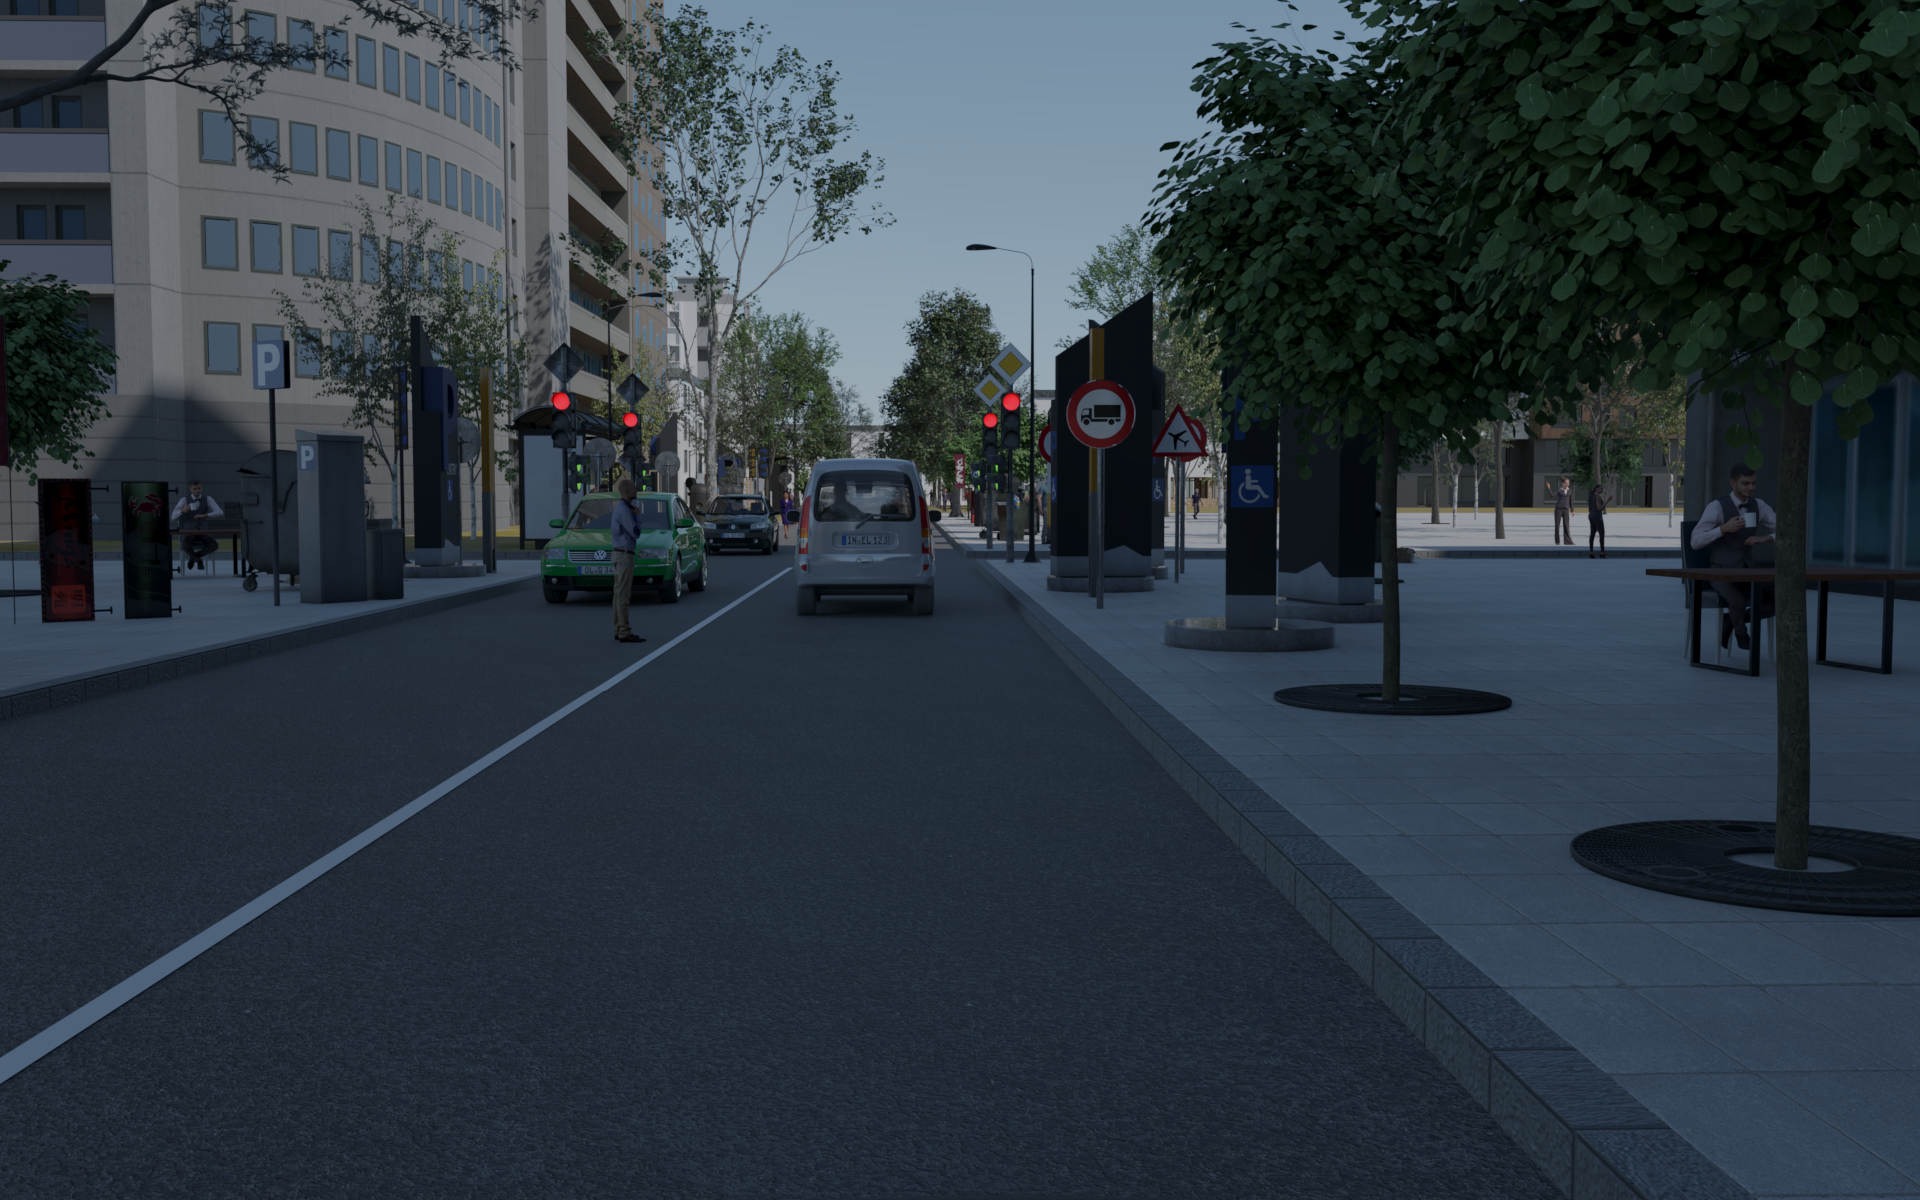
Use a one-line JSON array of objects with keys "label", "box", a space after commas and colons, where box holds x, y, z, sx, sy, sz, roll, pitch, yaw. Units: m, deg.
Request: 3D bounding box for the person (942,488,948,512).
[{"label": "person", "box": [-1.112, -7.295, 126.235, 0.541, 1.710, 0.530, -2, 4, -26]}]

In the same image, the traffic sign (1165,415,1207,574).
[{"label": "traffic sign", "box": [3.587, -1.700, 27.893, 0.768, 2.556, 0.104, 0, 4, 2]}]

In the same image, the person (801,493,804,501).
[{"label": "person", "box": [-13.312, -8.655, 148.275, 0.721, 1.735, 1.217, -3, 4, -37]}]

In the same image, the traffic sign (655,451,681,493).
[{"label": "traffic sign", "box": [-8.643, -3.126, 51.208, 0.768, 2.556, 0.104, 0, 4, 4]}]

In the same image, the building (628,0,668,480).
[{"label": "building", "box": [-25.549, -27.742, 103.695, 14.600, 45.320, 14.200, 0, 4, -2]}]

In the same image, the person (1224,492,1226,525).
[{"label": "person", "box": [11.322, -4.019, 72.559, 0.445, 1.727, 0.742, -1, 4, -8]}]

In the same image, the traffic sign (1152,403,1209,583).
[{"label": "traffic sign", "box": [3.128, -1.524, 24.922, 0.884, 2.594, 0.081, 0, 3, 0]}]

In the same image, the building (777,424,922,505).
[{"label": "building", "box": [-18.545, -16.477, 211.548, 28.070, 9.664, 9.099, 0, 4, -2]}]

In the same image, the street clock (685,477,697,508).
[{"label": "street clock", "box": [-11.586, -4.283, 74.598, 0.471, 2.002, 0.358, 3, 4, 36]}]

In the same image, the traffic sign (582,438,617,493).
[{"label": "traffic sign", "box": [-8.132, -2.383, 39.075, 0.768, 2.556, 0.104, 0, 4, -1]}]

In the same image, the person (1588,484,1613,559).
[{"label": "person", "box": [14.019, -1.709, 37.914, 0.593, 1.643, 0.415, 3, 5, 41]}]

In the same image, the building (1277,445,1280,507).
[{"label": "building", "box": [33.988, -19.624, 177.275, 11.380, 20.091, 16.016, 0, 4, -2]}]

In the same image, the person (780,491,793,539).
[{"label": "person", "box": [-5.542, -2.743, 55.723, 0.453, 1.535, 0.546, -3, 5, -41]}]

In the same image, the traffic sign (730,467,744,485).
[{"label": "traffic sign", "box": [-10.528, -5.007, 81.963, 0.768, 2.556, 0.104, 0, 4, 3]}]

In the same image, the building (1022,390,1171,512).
[{"label": "building", "box": [10.505, -12.073, 139.541, 9.099, 9.664, 28.070, 0, 4, -2]}]

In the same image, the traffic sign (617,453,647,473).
[{"label": "traffic sign", "box": [-8.720, -2.828, 45.972, 0.795, 2.593, 0.064, 0, 4, 0]}]

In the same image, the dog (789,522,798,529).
[{"label": "dog", "box": [-6.816, -3.147, 70.735, 0.406, 0.507, 0.540, 3, 5, 42]}]

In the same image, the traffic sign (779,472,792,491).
[{"label": "traffic sign", "box": [-10.074, -6.106, 99.946, 0.768, 2.556, 0.104, 0, 4, 2]}]

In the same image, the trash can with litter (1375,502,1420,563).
[{"label": "trash can with litter", "box": [8.084, -1.290, 32.473, 1.055, 1.170, 0.624, 2, 4, 24]}]

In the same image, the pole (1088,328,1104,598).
[{"label": "pole", "box": [1.689, -1.689, 21.456, 0.158, 3.312, 0.155, 0, 3, 0]}]

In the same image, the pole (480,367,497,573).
[{"label": "pole", "box": [-7.631, -2.090, 28.012, 0.158, 3.312, 0.155, 0, 3, 0]}]

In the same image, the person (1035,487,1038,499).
[{"label": "person", "box": [5.539, -7.432, 127.701, 1.348, 1.807, 0.705, 2, 4, 28]}]

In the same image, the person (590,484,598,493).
[{"label": "person", "box": [-15.973, -4.239, 76.029, 0.565, 1.739, 0.600, 1, 4, 11]}]

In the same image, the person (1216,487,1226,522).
[{"label": "person", "box": [12.098, -4.469, 79.250, 0.875, 1.805, 0.789, 1, 4, 22]}]

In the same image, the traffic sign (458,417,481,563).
[{"label": "traffic sign", "box": [-8.293, -1.746, 28.657, 0.768, 2.556, 0.104, 0, 4, 6]}]

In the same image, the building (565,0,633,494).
[{"label": "building", "box": [-28.714, -28.245, 85.506, 21.300, 48.544, 21.600, 0, 4, -2]}]

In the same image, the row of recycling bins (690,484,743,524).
[{"label": "row of recycling bins", "box": [-9.637, -3.784, 68.974, 1.069, 1.692, 3.534, 1, 4, 20]}]

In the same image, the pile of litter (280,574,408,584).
[{"label": "pile of litter", "box": [-8.965, -0.687, 25.190, 1.719, 0.858, 1.176, 0, 4, 3]}]

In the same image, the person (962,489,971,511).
[{"label": "person", "box": [0.642, -7.530, 129.103, 0.705, 1.831, 1.348, 3, 5, 41]}]

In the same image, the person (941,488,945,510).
[{"label": "person", "box": [-1.191, -8.089, 139.013, 0.721, 1.743, 1.217, 0, 4, 2]}]

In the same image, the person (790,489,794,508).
[{"label": "person", "box": [-14.117, -8.546, 146.703, 0.436, 1.711, 0.756, 2, 4, 35]}]

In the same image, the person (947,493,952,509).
[{"label": "person", "box": [-0.997, -8.956, 153.011, 0.750, 1.759, 0.617, 1, 4, 20]}]

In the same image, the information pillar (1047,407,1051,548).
[{"label": "information pillar", "box": [2.229, -3.035, 40.980, 0.183, 3.616, 0.504, 2, 4, 34]}]

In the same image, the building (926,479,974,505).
[{"label": "building", "box": [9.723, -16.549, 212.725, 28.070, 9.664, 9.099, 0, 4, -2]}]

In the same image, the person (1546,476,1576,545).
[{"label": "person", "box": [15.087, -2.243, 43.517, 0.742, 1.727, 0.445, -2, 4, -30]}]

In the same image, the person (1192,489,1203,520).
[{"label": "person", "box": [11.911, -4.824, 87.117, 0.569, 1.553, 0.471, 0, 3, 0]}]

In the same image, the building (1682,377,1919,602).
[{"label": "building", "box": [21.282, -23.818, 13.123, 21.300, 48.544, 21.600, 0, 4, -2]}]

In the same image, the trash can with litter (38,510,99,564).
[{"label": "trash can with litter", "box": [-15.736, -1.171, 30.540, 0.624, 1.170, 1.055, 0, 4, 2]}]

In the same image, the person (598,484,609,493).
[{"label": "person", "box": [-5.814, -1.081, 28.048, 0.662, 1.594, 0.647, 2, 4, 31]}]

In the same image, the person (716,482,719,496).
[{"label": "person", "box": [-9.291, -3.646, 65.777, 0.598, 1.807, 0.434, 3, 5, 42]}]

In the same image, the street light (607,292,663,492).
[{"label": "street light", "box": [-7.528, -4.122, 39.941, 1.470, 5.913, 1.316, 0, 4, -2]}]

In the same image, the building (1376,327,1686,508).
[{"label": "building", "box": [56.186, -20.039, 171.605, 32.646, 21.610, 27.936, 0, 4, -2]}]

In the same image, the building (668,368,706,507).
[{"label": "building", "box": [-23.526, -11.447, 129.300, 9.099, 9.664, 28.070, 0, 4, -2]}]

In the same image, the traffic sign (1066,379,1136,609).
[{"label": "traffic sign", "box": [1.569, -1.176, 19.328, 0.768, 2.556, 0.104, 0, 4, 4]}]

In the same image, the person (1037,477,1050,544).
[{"label": "person", "box": [2.264, -2.330, 44.261, 0.598, 1.807, 0.434, -2, 4, -27]}]

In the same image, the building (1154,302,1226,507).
[{"label": "building", "box": [22.351, -19.619, 177.189, 11.380, 20.091, 16.016, 0, 4, -2]}]

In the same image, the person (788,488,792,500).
[{"label": "person", "box": [-16.889, -10.187, 172.229, 1.348, 1.869, 0.705, 2, 4, 32]}]

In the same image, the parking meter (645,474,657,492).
[{"label": "parking meter", "box": [-8.944, -2.706, 49.950, 0.399, 1.863, 0.255, 1, 4, 9]}]

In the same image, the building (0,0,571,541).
[{"label": "building", "box": [-27.033, -31.669, 59.792, 21.231, 58.520, 28.212, 0, 4, -2]}]

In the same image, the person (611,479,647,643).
[{"label": "person", "box": [-3.231, -0.385, 16.859, 0.319, 1.574, 0.516, -1, 4, -13]}]

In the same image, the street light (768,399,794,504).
[{"label": "street light", "box": [-8.746, -6.836, 84.317, 1.470, 5.913, 1.316, 0, 4, -2]}]

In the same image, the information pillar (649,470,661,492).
[{"label": "information pillar", "box": [-9.426, -3.004, 53.604, 0.304, 2.012, 0.304, 0, 4, 4]}]

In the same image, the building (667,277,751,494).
[{"label": "building", "box": [-26.812, -17.869, 148.577, 16.016, 20.091, 11.380, 0, 4, -2]}]

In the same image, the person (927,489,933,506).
[{"label": "person", "box": [-3.119, -11.273, 190.375, 1.348, 1.822, 0.705, 3, 4, 38]}]

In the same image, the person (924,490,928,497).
[{"label": "person", "box": [-3.589, -10.891, 184.639, 0.750, 1.759, 0.617, 1, 4, 20]}]

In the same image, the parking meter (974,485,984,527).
[{"label": "parking meter", "box": [0.746, -3.817, 68.112, 0.255, 1.863, 0.399, -3, 4, -38]}]

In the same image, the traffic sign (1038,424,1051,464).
[{"label": "traffic sign", "box": [1.756, -1.872, 30.716, 0.768, 2.556, 0.104, 0, 3, 0]}]

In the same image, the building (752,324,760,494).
[{"label": "building", "box": [-26.213, -19.480, 174.914, 11.380, 20.091, 16.016, 0, 4, -2]}]

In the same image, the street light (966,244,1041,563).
[{"label": "street light", "box": [0.808, -3.656, 32.322, 1.470, 5.913, 1.316, 0, 4, -2]}]
